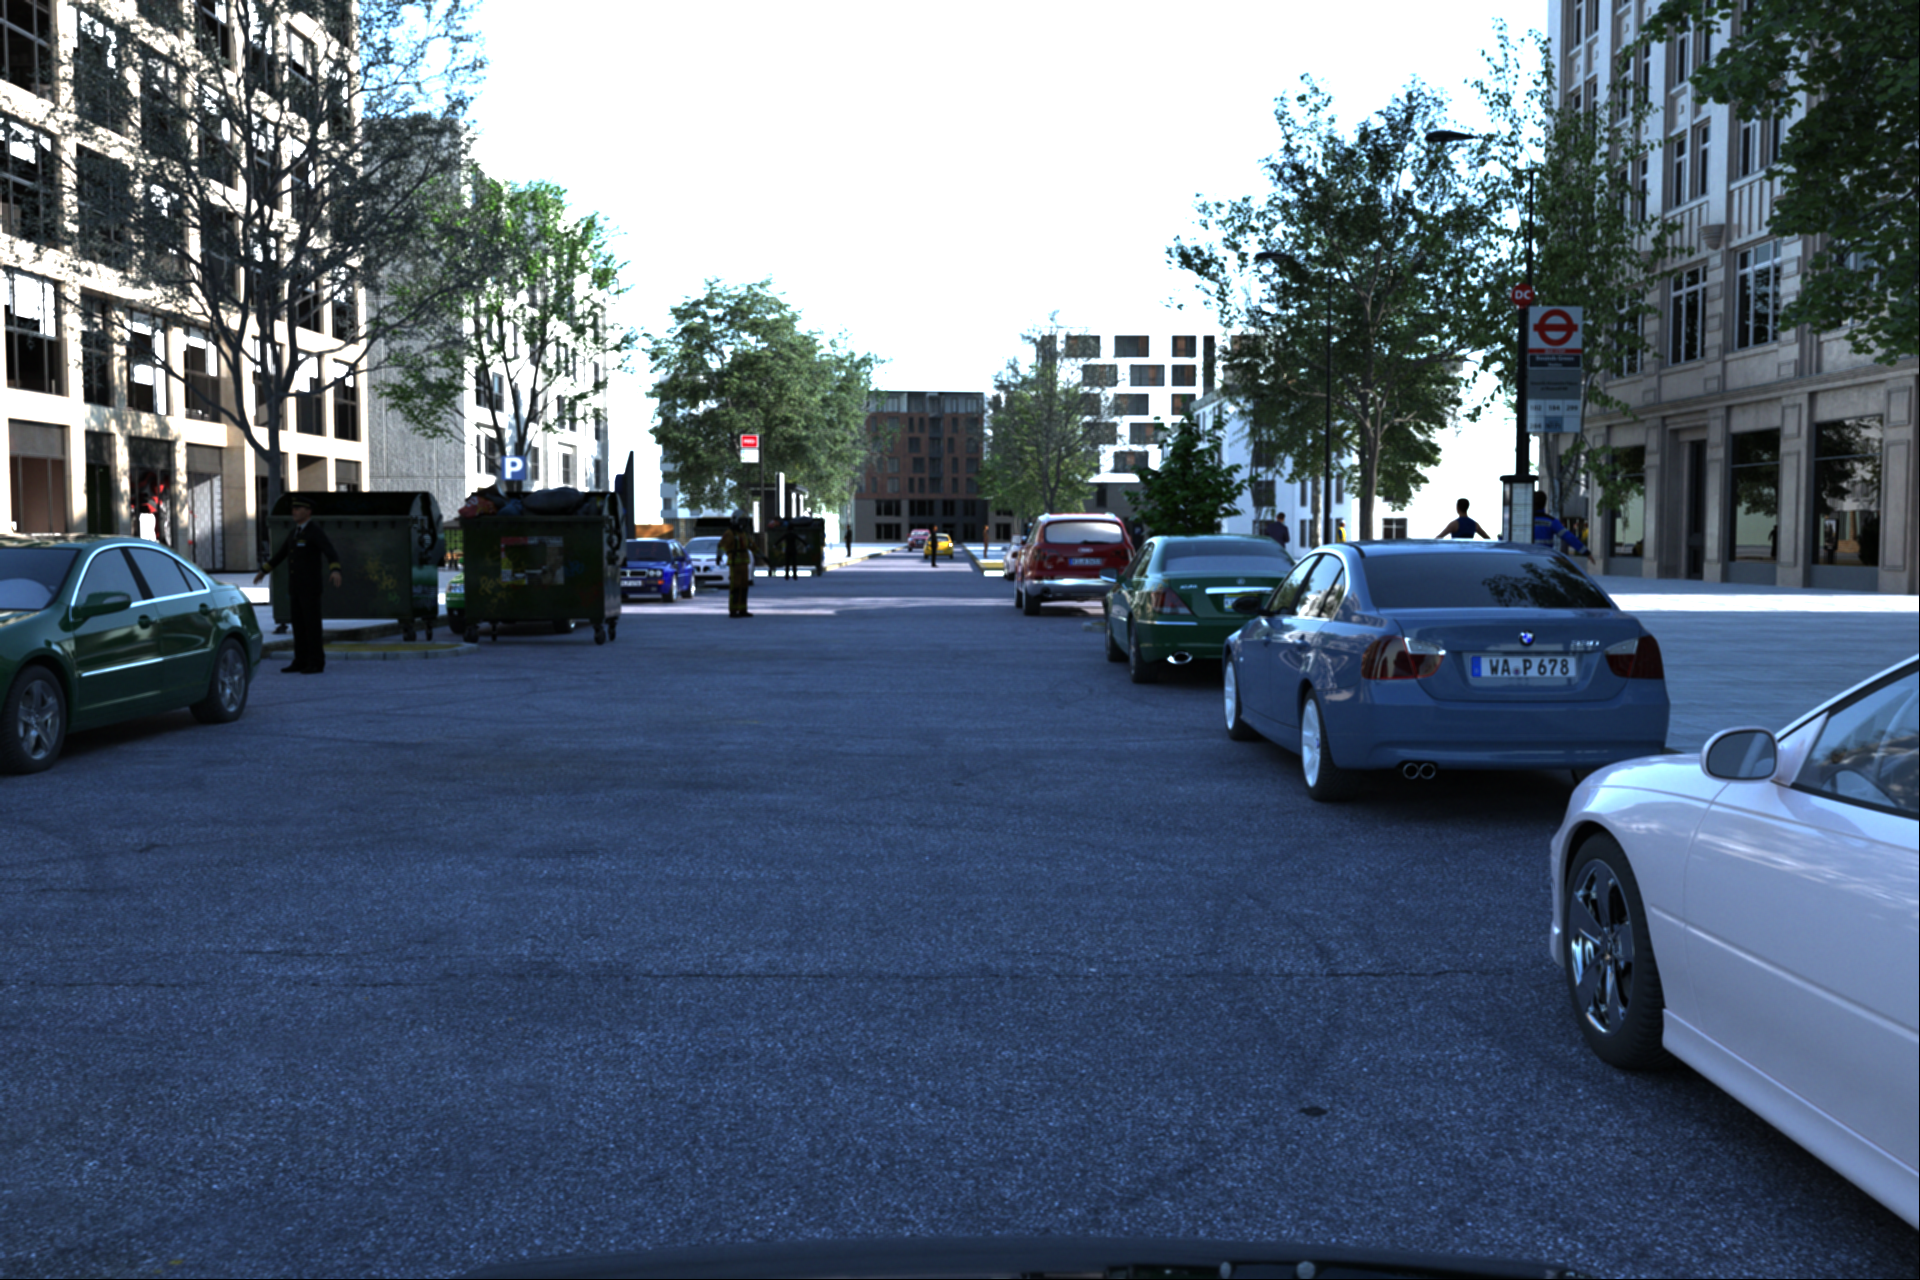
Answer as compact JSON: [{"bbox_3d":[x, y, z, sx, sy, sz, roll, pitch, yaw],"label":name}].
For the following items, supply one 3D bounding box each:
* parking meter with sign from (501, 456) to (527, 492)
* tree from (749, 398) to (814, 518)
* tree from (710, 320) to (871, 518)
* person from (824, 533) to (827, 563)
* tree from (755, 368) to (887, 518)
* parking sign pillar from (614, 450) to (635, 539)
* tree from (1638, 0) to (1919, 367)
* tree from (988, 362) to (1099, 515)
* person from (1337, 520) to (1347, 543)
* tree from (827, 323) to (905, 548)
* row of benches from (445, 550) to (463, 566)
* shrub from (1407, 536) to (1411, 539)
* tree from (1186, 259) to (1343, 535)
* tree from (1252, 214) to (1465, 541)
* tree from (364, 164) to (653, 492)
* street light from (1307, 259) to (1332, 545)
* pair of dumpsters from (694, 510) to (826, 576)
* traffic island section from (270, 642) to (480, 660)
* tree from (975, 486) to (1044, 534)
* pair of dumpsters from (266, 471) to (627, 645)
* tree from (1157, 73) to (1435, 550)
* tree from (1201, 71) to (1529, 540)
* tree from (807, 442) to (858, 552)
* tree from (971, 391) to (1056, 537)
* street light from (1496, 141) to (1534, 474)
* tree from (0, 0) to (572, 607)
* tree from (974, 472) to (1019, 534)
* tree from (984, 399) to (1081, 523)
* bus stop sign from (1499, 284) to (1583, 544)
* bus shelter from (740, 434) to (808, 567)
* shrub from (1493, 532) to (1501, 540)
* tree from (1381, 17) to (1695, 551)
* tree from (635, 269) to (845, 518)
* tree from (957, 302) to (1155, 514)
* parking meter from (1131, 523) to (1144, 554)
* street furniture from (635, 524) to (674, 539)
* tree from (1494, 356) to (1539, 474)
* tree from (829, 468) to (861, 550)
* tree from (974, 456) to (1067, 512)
[{"bbox_3d":[-9.922,-2.641,39.437,0.543,3.016,1.738,0,4,0],"label":"parking meter with sign"},{"bbox_3d":[-9.830,-8.614,91.205,4.737,8.622,4.395,0,3,0],"label":"tree"},{"bbox_3d":[-10.039,-12.021,103.192,9.857,13.997,8.962,0,3,0],"label":"tree"},{"bbox_3d":[-6.320,-4.382,78.110,0.721,1.772,1.216,-2,4,-30],"label":"person"},{"bbox_3d":[-10.079,-12.581,116.069,12.009,13.543,11.850,0,3,0],"label":"tree"},{"bbox_3d":[-10.647,-4.070,55.016,1.447,3.967,1.447,0,4,0],"label":"parking sign pillar"},{"bbox_3d":[8.365,-5.733,11.859,7.486,12.596,7.792,0,3,0],"label":"tree"},{"bbox_3d":[5.358,-11.999,114.310,7.486,12.596,7.792,0,3,0],"label":"tree"},{"bbox_3d":[15.153,-3.833,68.636,0.705,1.833,1.349,1,4,17],"label":"person"},{"bbox_3d":[-11.201,-18.476,157.978,12.611,20.169,13.585,0,3,0],"label":"tree"},{"bbox_3d":[-19.539,-3.334,69.978,1.422,0.672,4.104,3,4,38],"label":"row of benches"},{"bbox_3d":[16.724,-3.259,64.403,1.383,1.207,1.383,0,3,0],"label":"shrub"},{"bbox_3d":[7.906,-5.930,47.325,4.360,8.622,3.978,0,3,0],"label":"tree"},{"bbox_3d":[14.173,-8.764,61.418,7.486,12.596,7.792,0,3,0],"label":"tree"},{"bbox_3d":[-12.396,-7.471,47.901,9.928,11.665,9.643,0,3,0],"label":"tree"},{"bbox_3d":[6.623,-3.430,28.622,1.470,5.913,1.316,0,4,-1],"label":"street light"},{"bbox_3d":[-6.815,-3.307,59.018,4.436,2.255,1.574,0,3,0],"label":"pair of dumpsters"},{"bbox_3d":[-6.859,0.133,20.688,1.991,0.108,1.994,0,4,1],"label":"traffic island section"},{"bbox_3d":[5.536,-14.163,165.970,8.767,10.594,7.601,0,4,2],"label":"tree"},{"bbox_3d":[-6.692,-1.087,22.730,4.436,2.255,1.574,0,3,0],"label":"pair of dumpsters"},{"bbox_3d":[14.375,-13.355,74.239,12.611,20.169,13.585,0,3,0],"label":"tree"},{"bbox_3d":[8.497,-6.125,34.559,7.601,10.594,8.767,-1,4,-12],"label":"tree"},{"bbox_3d":[-10.162,-10.790,126.783,4.360,8.622,3.978,0,3,0],"label":"tree"},{"bbox_3d":[4.776,-13.451,138.042,7.486,12.596,7.792,0,3,0],"label":"tree"},{"bbox_3d":[7.126,-2.909,20.096,1.470,5.913,1.316,0,4,-1],"label":"street light"},{"bbox_3d":[-12.371,-7.361,30.729,12.009,13.543,11.850,0,3,0],"label":"tree"},{"bbox_3d":[5.144,-13.617,157.046,8.767,10.594,7.601,1,4,12],"label":"tree"},{"bbox_3d":[5.267,-12.387,128.283,9.928,11.665,9.643,0,3,0],"label":"tree"},{"bbox_3d":[6.210,-1.826,18.561,0.855,3.939,0.416,0,4,-1],"label":"bus stop sign"},{"bbox_3d":[-7.763,-5.794,72.363,2.179,5.291,8.768,0,4,-1],"label":"bus shelter"},{"bbox_3d":[20.138,-3.573,62.837,1.690,2.028,1.600,0,3,0],"label":"shrub"},{"bbox_3d":[8.356,-4.533,24.477,4.737,8.622,4.395,0,3,0],"label":"tree"},{"bbox_3d":[-10.378,-10.750,82.412,9.857,13.997,8.962,0,3,0],"label":"tree"},{"bbox_3d":[4.870,-11.156,92.772,12.009,13.543,11.850,0,3,0],"label":"tree"},{"bbox_3d":[5.997,-3.227,58.477,0.399,1.863,0.255,0,4,0],"label":"parking meter"},{"bbox_3d":[-15.739,-4.411,78.967,9.812,1.723,11.010,-3,5,-40],"label":"street furniture"},{"bbox_3d":[27.605,-9.277,77.431,9.928,11.665,9.643,0,3,0],"label":"tree"},{"bbox_3d":[-10.804,-11.715,141.896,4.360,8.622,3.978,0,3,0],"label":"tree"},{"bbox_3d":[5.423,-13.019,147.270,8.767,10.594,7.601,0,4,-1],"label":"tree"}]
